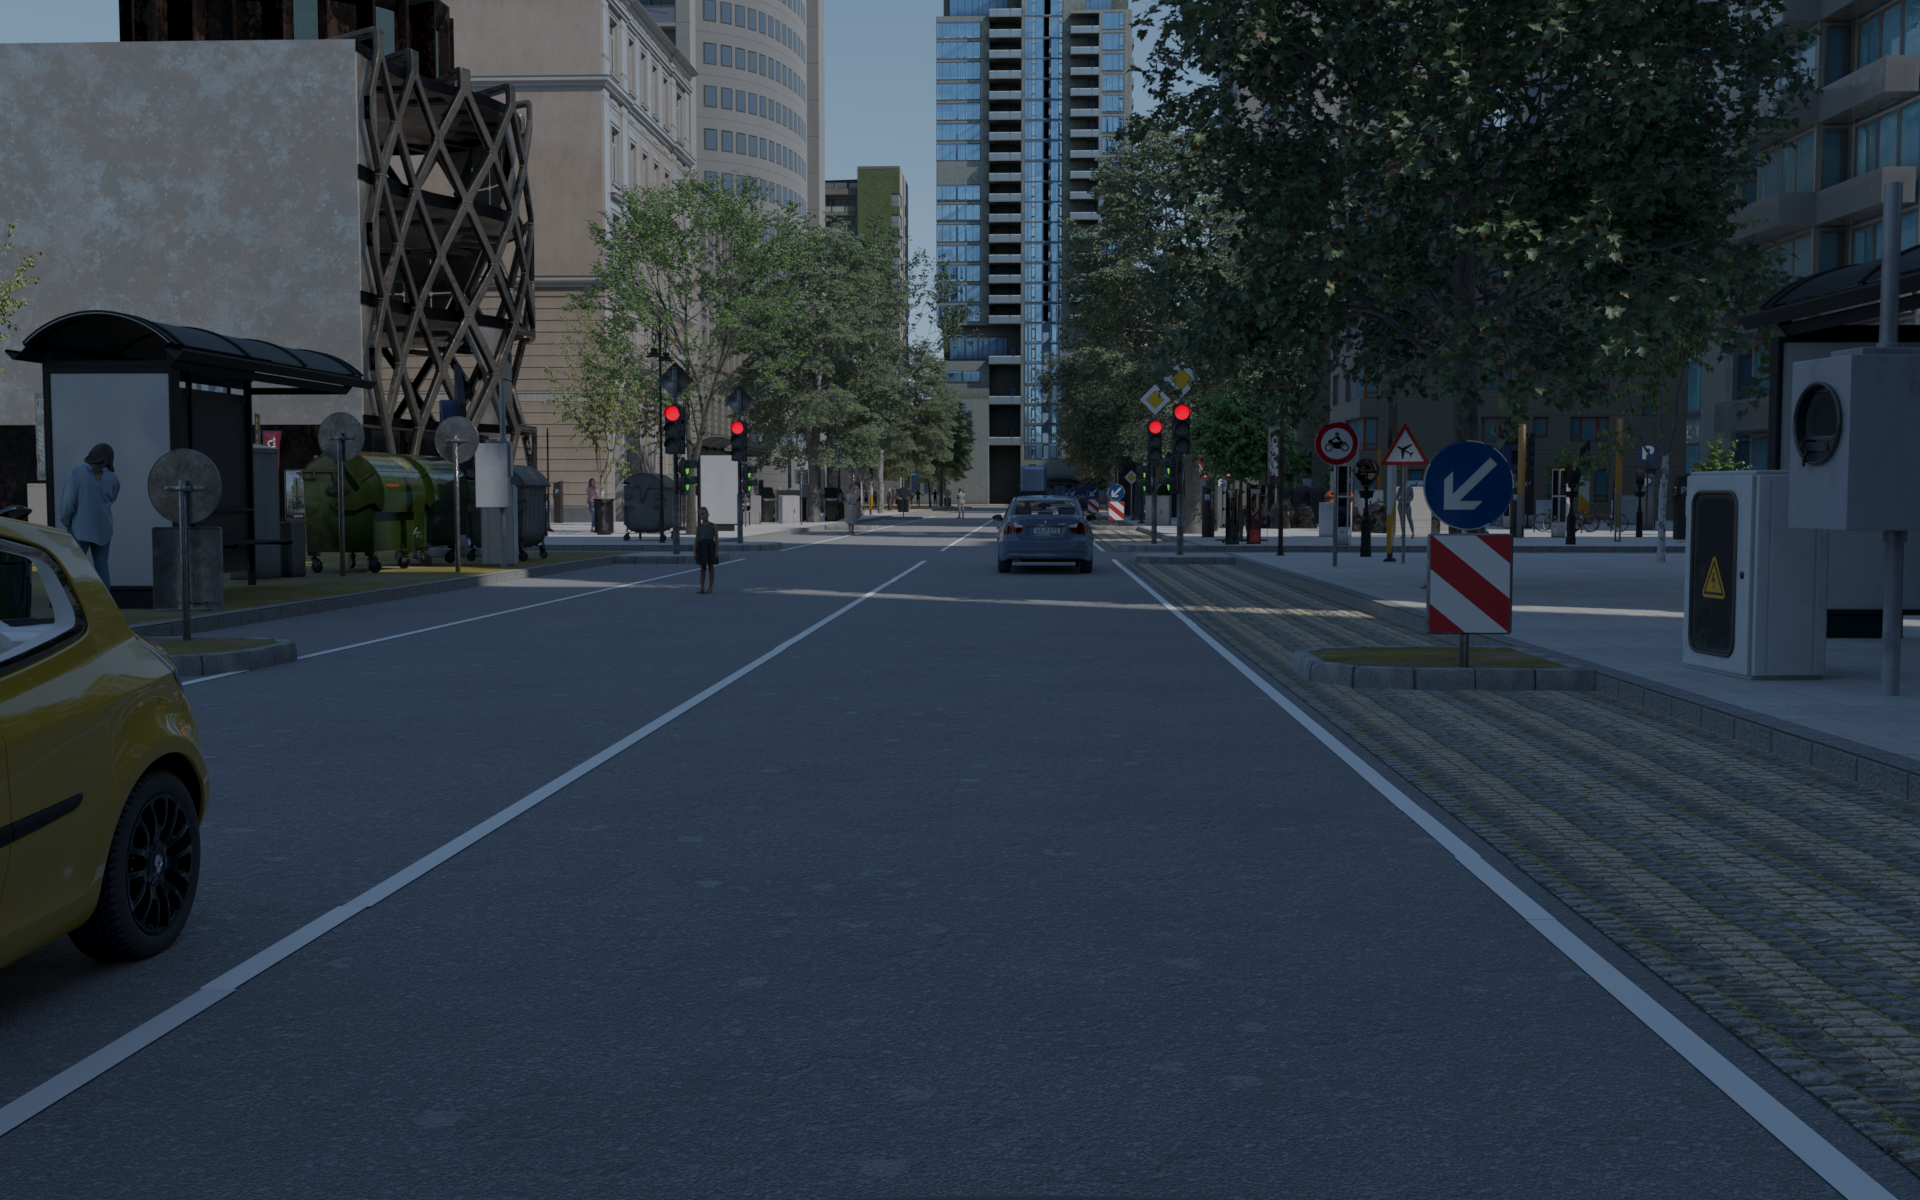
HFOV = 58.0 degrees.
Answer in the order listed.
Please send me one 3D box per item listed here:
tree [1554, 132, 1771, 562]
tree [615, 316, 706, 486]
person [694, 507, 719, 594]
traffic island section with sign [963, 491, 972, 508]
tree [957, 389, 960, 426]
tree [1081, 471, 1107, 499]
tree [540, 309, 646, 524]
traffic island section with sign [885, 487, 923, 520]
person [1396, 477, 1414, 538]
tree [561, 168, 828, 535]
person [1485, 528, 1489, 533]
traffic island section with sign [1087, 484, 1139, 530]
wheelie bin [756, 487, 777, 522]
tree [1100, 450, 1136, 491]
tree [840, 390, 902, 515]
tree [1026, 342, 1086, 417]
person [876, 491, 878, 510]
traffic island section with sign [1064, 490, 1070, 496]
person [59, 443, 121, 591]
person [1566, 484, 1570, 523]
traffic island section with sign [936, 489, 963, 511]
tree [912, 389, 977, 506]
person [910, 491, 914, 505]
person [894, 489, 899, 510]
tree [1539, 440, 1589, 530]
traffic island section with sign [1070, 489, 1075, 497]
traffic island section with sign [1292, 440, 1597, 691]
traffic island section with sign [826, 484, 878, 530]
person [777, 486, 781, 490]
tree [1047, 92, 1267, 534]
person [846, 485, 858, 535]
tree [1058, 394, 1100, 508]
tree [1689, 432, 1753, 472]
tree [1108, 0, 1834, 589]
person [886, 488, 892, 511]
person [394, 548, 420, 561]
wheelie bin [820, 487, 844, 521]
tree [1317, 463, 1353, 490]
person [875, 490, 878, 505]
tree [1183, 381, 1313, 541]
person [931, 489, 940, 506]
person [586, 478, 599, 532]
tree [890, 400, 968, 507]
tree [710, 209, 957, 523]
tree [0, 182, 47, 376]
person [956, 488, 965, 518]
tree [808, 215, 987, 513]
[{"bbox_3d":[13.248,-5.042,32.804,4.737,8.622,4.395,0,3,0],"label":"tree"},{"bbox_3d":[-12.380,-7.299,69.704,4.360,8.622,3.978,0,3,0],"label":"tree"},{"bbox_3d":[-3.630,-0.711,24.794,0.362,1.253,0.373,1,4,12],"label":"person"},{"bbox_3d":[0.191,-10.087,173.551,1.989,1.847,2.006,0,4,2],"label":"traffic island section with sign"},{"bbox_3d":[-4.344,-14.271,139.988,9.857,13.997,8.962,0,3,0],"label":"tree"},{"bbox_3d":[13.380,-11.399,170.088,4.285,4.588,4.351,0,3,0],"label":"tree"},{"bbox_3d":[-13.477,-6.997,64.769,4.737,8.622,4.395,0,3,0],"label":"tree"},{"bbox_3d":[-3.129,-5.426,97.340,1.989,1.847,2.006,0,4,2],"label":"traffic island section with sign"},{"bbox_3d":[12.908,-2.684,50.205,0.520,1.790,0.573,1,4,10],"label":"person"},{"bbox_3d":[-8.294,-7.855,54.189,9.928,11.665,9.643,0,3,0],"label":"tree"},{"bbox_3d":[14.242,-2.511,46.972,0.818,1.842,0.514,-3,5,-45],"label":"person"},{"bbox_3d":[6.085,-3.696,69.062,1.989,1.847,2.006,0,4,2],"label":"traffic island section with sign"},{"bbox_3d":[-8.798,-4.304,78.280,0.980,1.594,0.693,-2,4,-32],"label":"wheelie bin"},{"bbox_3d":[10.736,-9.967,113.325,4.360,8.622,3.978,0,3,0],"label":"tree"},{"bbox_3d":[-5.697,-9.384,103.785,4.360,8.622,3.978,0,3,0],"label":"tree"},{"bbox_3d":[13.257,-20.039,183.528,12.611,20.169,13.585,0,3,0],"label":"tree"},{"bbox_3d":[-6.387,-8.056,137.635,0.709,1.838,0.599,0,4,7],"label":"person"},{"bbox_3d":[10.627,-10.086,173.541,1.989,1.847,2.006,0,4,2],"label":"traffic island section with sign"},{"bbox_3d":[-8.684,-0.672,17.292,0.793,1.790,0.793,0,4,4],"label":"person"},{"bbox_3d":[19.067,-2.933,54.592,0.643,1.750,0.593,-2,4,-28],"label":"person"},{"bbox_3d":[-0.981,-8.439,146.606,1.989,1.847,2.006,0,4,2],"label":"traffic island section with sign"},{"bbox_3d":[-1.923,-17.022,196.440,7.486,12.596,7.792,0,3,0],"label":"tree"},{"bbox_3d":[-5.742,-11.811,201.477,0.709,1.838,0.599,-1,4,-9],"label":"person"},{"bbox_3d":[-5.256,-8.290,142.370,0.721,1.735,1.217,-1,4,-10],"label":"person"},{"bbox_3d":[21.642,-4.111,61.810,1.663,3.219,1.824,0,3,0],"label":"tree"},{"bbox_3d":[7.252,-5.343,95.992,1.989,1.847,2.006,0,4,2],"label":"traffic island section with sign"},{"bbox_3d":[3.669,-0.299,13.524,1.989,1.847,2.006,0,4,2],"label":"traffic island section with sign"},{"bbox_3d":[-4.322,-3.740,69.780,1.989,1.847,2.006,0,4,2],"label":"traffic island section with sign"},{"bbox_3d":[-12.181,-6.572,113.711,1.509,1.804,0.699,2,4,33],"label":"person"},{"bbox_3d":[7.551,-9.103,55.490,9.857,13.997,8.962,0,3,0],"label":"tree"},{"bbox_3d":[-3.696,-3.126,60.188,0.524,1.755,0.480,2,4,32],"label":"person"},{"bbox_3d":[12.351,-14.145,157.027,9.928,11.665,9.643,0,3,0],"label":"tree"},{"bbox_3d":[23.445,-3.623,53.833,1.663,3.219,1.824,0,3,0],"label":"tree"},{"bbox_3d":[6.695,-6.478,22.916,9.611,12.733,9.660,0,3,0],"label":"tree"},{"bbox_3d":[-5.461,-7.744,133.216,0.434,1.755,0.990,-2,4,-23],"label":"person"},{"bbox_3d":[-10.628,-1.683,33.421,0.638,1.841,0.748,-3,4,-38],"label":"person"},{"bbox_3d":[-6.076,-4.480,81.148,0.980,1.594,0.693,-1,4,-11],"label":"wheelie bin"},{"bbox_3d":[17.479,-5.278,80.897,1.663,3.219,1.824,0,3,0],"label":"tree"},{"bbox_3d":[-9.402,-11.543,194.903,0.705,1.807,1.348,-1,4,-14],"label":"person"},{"bbox_3d":[7.723,-3.911,47.654,4.285,4.588,4.351,0,3,0],"label":"tree"},{"bbox_3d":[-2.636,-10.951,185.110,1.348,1.822,0.705,1,4,17],"label":"person"},{"bbox_3d":[-12.301,-3.178,58.018,0.388,1.821,0.555,2,4,33],"label":"person"},{"bbox_3d":[-3.018,-14.181,166.269,8.767,10.594,7.601,-3,4,-37],"label":"tree"},{"bbox_3d":[-6.539,-10.483,78.044,9.857,13.997,8.962,0,3,0],"label":"tree"},{"bbox_3d":[-19.914,-5.037,32.723,4.737,8.622,4.395,0,3,0],"label":"tree"},{"bbox_3d":[0.018,-5.824,103.904,0.511,1.800,0.466,-3,5,-39],"label":"person"},{"bbox_3d":[-4.552,-15.906,115.950,12.611,20.169,13.585,0,3,0],"label":"tree"}]
